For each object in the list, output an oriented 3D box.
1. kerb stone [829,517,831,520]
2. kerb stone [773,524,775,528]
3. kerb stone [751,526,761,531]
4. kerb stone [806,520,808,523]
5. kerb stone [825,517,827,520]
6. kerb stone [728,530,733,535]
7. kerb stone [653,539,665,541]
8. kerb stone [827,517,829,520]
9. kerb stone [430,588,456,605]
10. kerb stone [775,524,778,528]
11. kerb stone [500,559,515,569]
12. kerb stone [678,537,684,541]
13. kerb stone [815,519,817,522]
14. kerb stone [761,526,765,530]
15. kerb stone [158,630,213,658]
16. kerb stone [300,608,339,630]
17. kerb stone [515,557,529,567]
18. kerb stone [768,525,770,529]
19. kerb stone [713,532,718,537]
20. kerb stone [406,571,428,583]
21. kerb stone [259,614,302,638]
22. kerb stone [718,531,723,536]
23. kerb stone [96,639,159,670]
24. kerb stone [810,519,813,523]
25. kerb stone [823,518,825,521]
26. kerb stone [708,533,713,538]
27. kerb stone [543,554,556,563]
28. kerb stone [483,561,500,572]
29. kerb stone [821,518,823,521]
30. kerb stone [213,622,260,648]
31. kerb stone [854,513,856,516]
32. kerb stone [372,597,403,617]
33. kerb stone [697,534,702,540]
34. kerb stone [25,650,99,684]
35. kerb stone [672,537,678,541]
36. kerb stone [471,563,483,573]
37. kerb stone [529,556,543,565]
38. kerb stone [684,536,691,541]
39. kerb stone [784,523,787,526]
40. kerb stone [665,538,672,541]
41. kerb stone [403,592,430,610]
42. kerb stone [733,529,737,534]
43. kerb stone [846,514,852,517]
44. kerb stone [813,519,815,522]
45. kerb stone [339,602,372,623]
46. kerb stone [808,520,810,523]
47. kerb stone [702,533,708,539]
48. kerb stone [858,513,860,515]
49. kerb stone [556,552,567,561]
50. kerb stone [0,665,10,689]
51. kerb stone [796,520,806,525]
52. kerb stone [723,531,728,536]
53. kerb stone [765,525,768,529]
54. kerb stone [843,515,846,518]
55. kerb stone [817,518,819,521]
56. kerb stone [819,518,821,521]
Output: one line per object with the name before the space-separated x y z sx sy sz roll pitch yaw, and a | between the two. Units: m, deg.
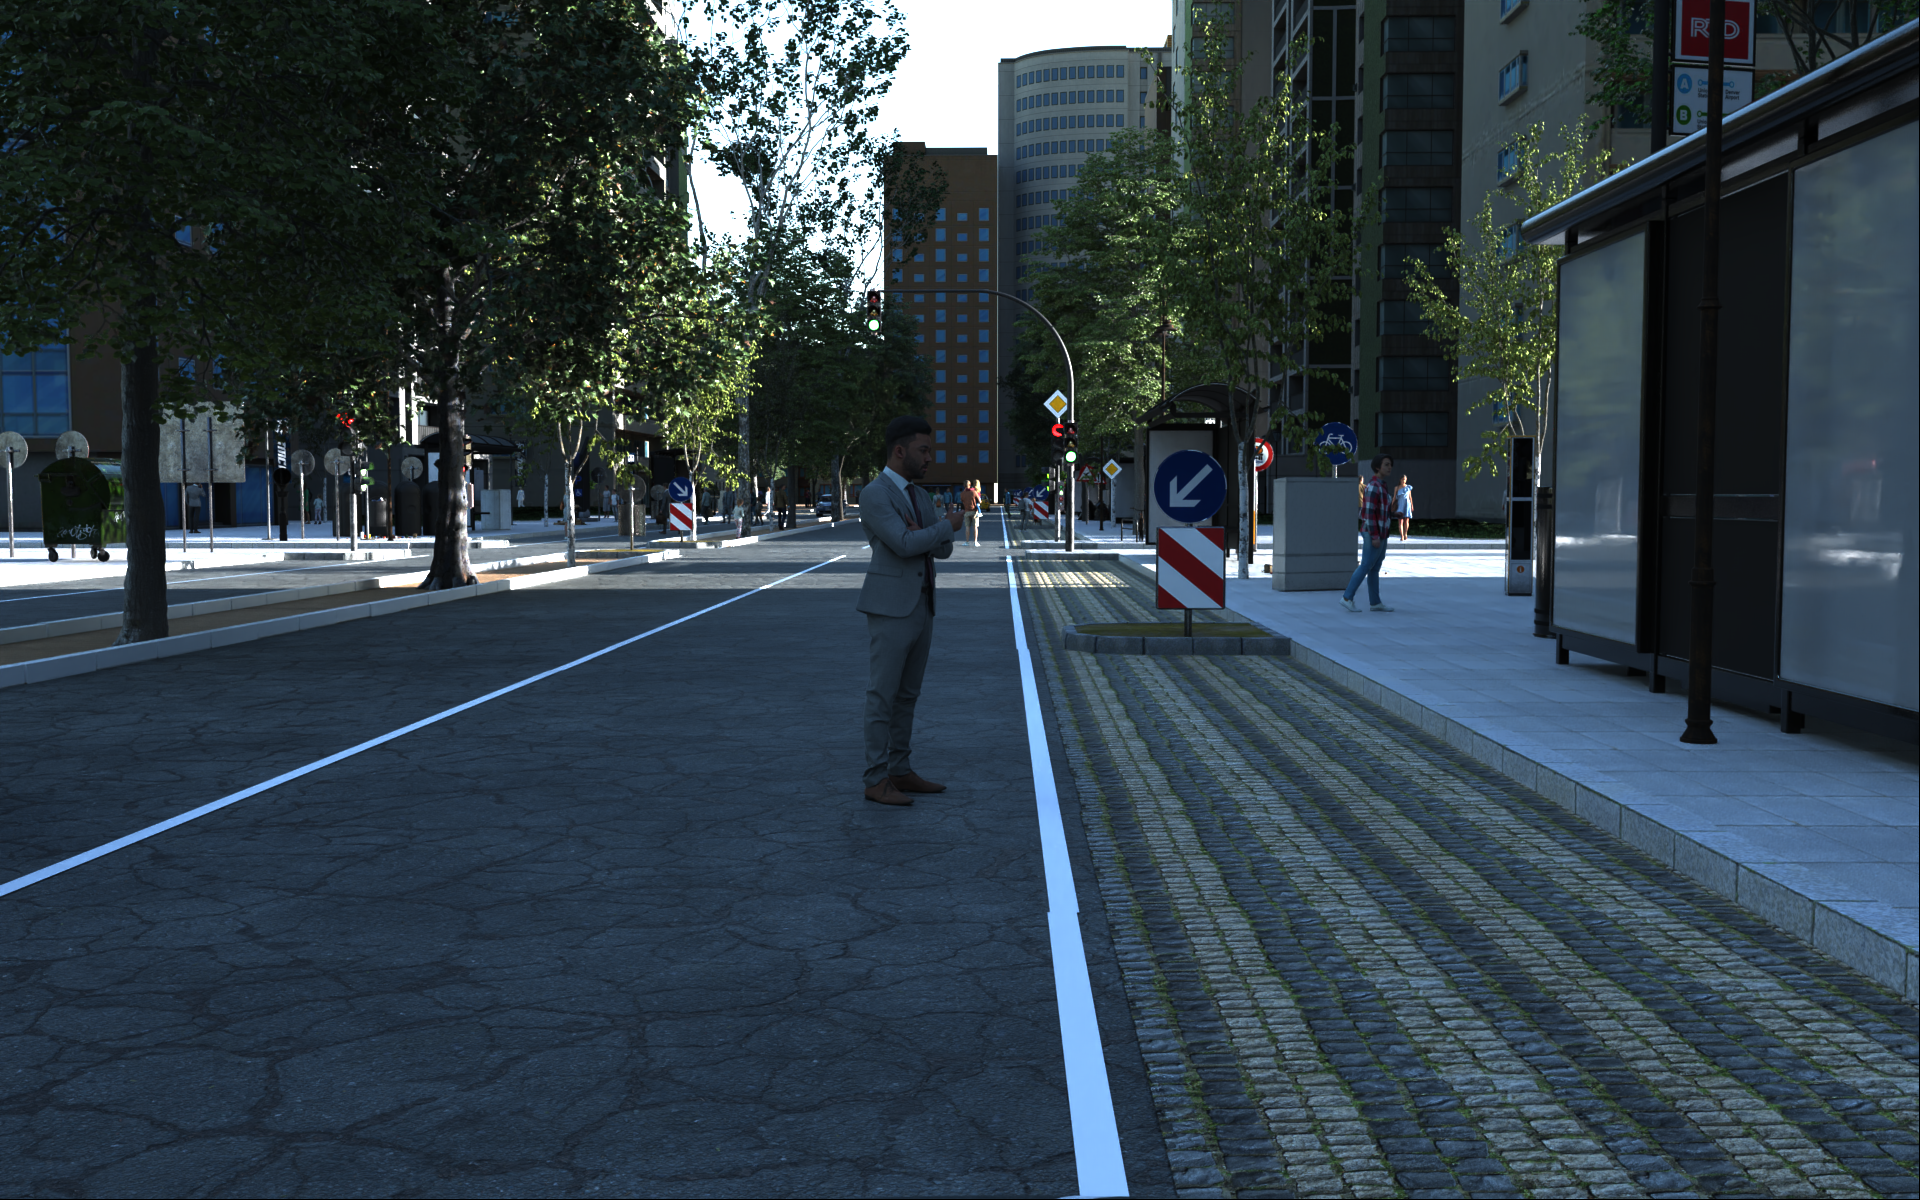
kerb stone | -7.344 -4.460 95.115 0.120 0.150 1.000 0 4 1
kerb stone | -7.875 -3.017 71.533 0.120 0.150 1.000 0 4 1
kerb stone | -7.968 -2.767 67.435 0.120 0.150 1.000 0 4 1
kerb stone | -7.601 -3.771 83.843 0.120 0.150 1.000 0 4 1
kerb stone | -7.386 -4.334 93.063 0.120 0.150 1.000 0 4 1
kerb stone | -8.127 -2.329 60.271 0.120 0.150 1.000 0 4 1
kerb stone | -8.406 -1.575 47.952 0.120 0.150 1.000 0 4 1
kerb stone | -7.363 -4.397 94.085 0.120 0.150 1.000 0 4 1
kerb stone | -6.880 -0.035 22.773 0.120 0.150 1.000 0 4 1
kerb stone | -7.848 -3.078 72.561 0.120 0.150 1.000 0 4 1
kerb stone | -8.749 -0.665 33.075 0.120 0.150 1.000 0 4 1
kerb stone | -8.345 -1.763 51.032 0.120 0.150 1.000 0 4 1
kerb stone | -7.506 -4.021 87.939 0.120 0.150 1.000 0 4 1
kerb stone | -7.941 -2.829 68.461 0.120 0.150 1.000 0 4 1
kerb stone | -7.038 0.404 15.601 0.120 0.150 1.000 0 4 1
kerb stone | -6.973 0.216 18.668 0.120 0.150 1.000 0 4 1
kerb stone | -8.727 -0.728 34.099 0.120 0.150 1.000 0 4 1
kerb stone | -7.899 -2.955 70.511 0.120 0.150 1.000 0 4 1
kerb stone | -8.202 -2.140 57.184 0.120 0.150 1.000 0 4 1
kerb stone | -8.857 -0.348 27.955 0.120 0.150 1.000 0 4 1
kerb stone | -6.997 0.280 17.644 0.120 0.150 1.000 0 4 1
kerb stone | -8.176 -2.203 58.210 0.120 0.150 1.000 0 4 1
kerb stone | -7.064 0.467 14.579 0.120 0.150 1.000 0 4 1
kerb stone | -7.549 -3.896 85.887 0.120 0.150 1.000 0 4 1
kerb stone | -7.413 -4.272 92.041 0.120 0.150 1.000 0 4 1
kerb stone | -8.226 -2.072 56.163 0.120 0.150 1.000 0 4 1
kerb stone | -8.674 -0.847 36.153 0.120 0.150 1.000 0 4 1
kerb stone | -8.772 -0.603 32.053 0.120 0.150 1.000 0 4 1
kerb stone | -7.442 -4.209 91.017 0.120 0.150 1.000 0 4 1
kerb stone | -7.013 0.341 16.622 0.120 0.150 1.000 0 4 1
kerb stone | -6.973 -5.458 111.509 0.120 0.150 1.000 0 4 1
kerb stone | -6.922 0.090 20.722 0.120 0.150 1.000 0 4 1
kerb stone | -8.271 -1.951 54.110 0.120 0.150 1.000 0 4 1
kerb stone | -7.083 0.528 13.557 0.120 0.150 1.000 0 4 1
kerb stone | -8.363 -1.701 50.009 0.120 0.150 1.000 0 4 1
kerb stone | -8.793 -0.540 31.026 0.120 0.150 1.000 0 4 1
kerb stone | -8.700 -0.791 35.121 0.120 0.150 1.000 0 4 1
kerb stone | -8.322 -1.821 52.057 0.120 0.150 1.000 0 4 1
kerb stone | -7.780 -3.269 75.649 0.120 0.150 1.000 0 4 1
kerb stone | -8.384 -1.638 48.974 0.120 0.150 1.000 0 4 1
kerb stone | -6.907 0.027 21.747 0.120 0.150 1.000 0 4 1
kerb stone | -8.111 -2.388 61.297 0.120 0.150 1.000 0 4 1
kerb stone | -7.044 -5.274 108.428 0.120 0.150 1.000 0 4 1
kerb stone | -7.533 -3.959 86.917 0.120 0.150 1.000 0 4 1
kerb stone | -6.959 0.153 19.697 0.120 0.150 1.000 0 4 1
kerb stone | -7.578 -3.833 84.865 0.120 0.150 1.000 0 4 1
kerb stone | -8.250 -2.010 55.137 0.120 0.150 1.000 0 4 1
kerb stone | -6.898 -5.651 114.588 0.120 0.150 1.000 0 4 1
kerb stone | -8.654 -0.917 37.186 0.120 0.150 1.000 0 4 1
kerb stone | -7.111 0.591 12.536 0.120 0.150 1.000 0 4 1
kerb stone | -7.622 -3.704 82.821 0.120 0.150 1.000 0 4 1
kerb stone | -8.153 -2.266 59.243 0.120 0.150 1.000 0 4 1
kerb stone | -7.924 -2.892 69.484 0.120 0.150 1.000 0 4 1
kerb stone | -7.134 -5.020 104.318 0.120 0.150 1.000 0 4 1
kerb stone | -7.477 -4.084 88.972 0.120 0.150 1.000 0 4 1
kerb stone | -7.460 -4.145 89.994 0.120 0.150 1.000 0 4 1
